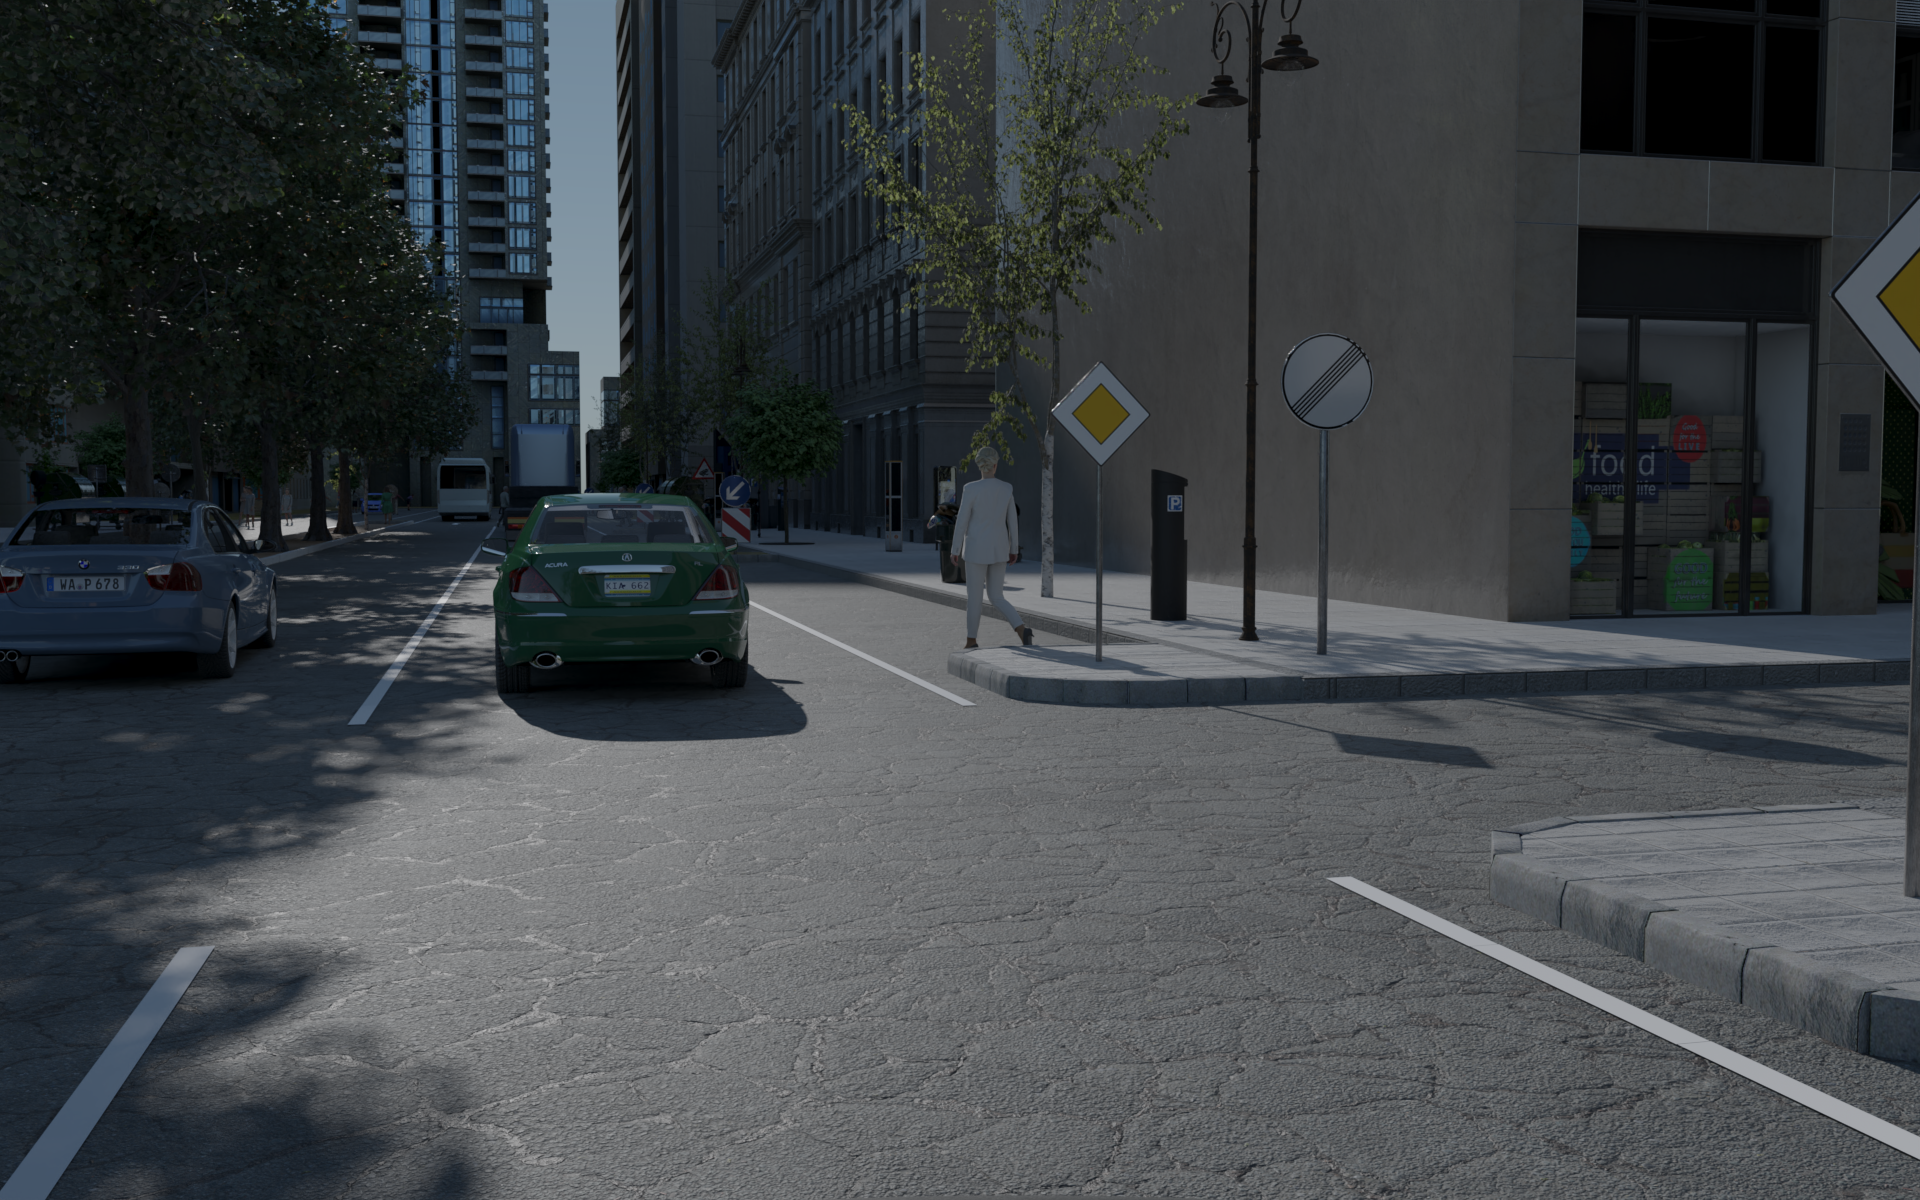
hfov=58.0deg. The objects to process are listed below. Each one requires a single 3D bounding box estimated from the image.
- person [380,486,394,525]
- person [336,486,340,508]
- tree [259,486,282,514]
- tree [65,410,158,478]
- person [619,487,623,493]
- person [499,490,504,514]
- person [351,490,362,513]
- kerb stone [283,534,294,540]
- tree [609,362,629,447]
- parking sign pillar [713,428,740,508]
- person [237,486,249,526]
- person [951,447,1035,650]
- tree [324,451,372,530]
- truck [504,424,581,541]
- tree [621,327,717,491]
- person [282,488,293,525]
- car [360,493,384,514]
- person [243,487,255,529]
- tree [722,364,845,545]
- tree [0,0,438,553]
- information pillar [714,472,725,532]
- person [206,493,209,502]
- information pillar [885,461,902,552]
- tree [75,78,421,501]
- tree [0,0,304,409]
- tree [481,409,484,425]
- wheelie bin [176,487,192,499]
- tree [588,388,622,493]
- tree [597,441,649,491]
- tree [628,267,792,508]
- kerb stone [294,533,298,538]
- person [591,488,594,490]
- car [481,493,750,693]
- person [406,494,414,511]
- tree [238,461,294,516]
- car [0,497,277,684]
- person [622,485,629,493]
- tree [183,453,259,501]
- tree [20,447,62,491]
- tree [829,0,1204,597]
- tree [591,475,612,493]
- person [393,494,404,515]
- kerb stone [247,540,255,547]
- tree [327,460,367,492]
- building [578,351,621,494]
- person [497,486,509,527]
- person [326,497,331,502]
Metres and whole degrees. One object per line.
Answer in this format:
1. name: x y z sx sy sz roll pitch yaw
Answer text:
1. person: -26.678 -4.397 80.636 0.600 1.795 0.529 -2 4 -28
2. person: -27.516 -4.203 77.198 0.573 1.828 0.580 1 4 14
3. tree: -43.750 -9.816 110.850 4.737 8.622 4.395 0 3 0
4. tree: -33.067 -5.138 67.728 4.285 4.588 4.351 0 3 0
5. person: -15.849 -4.413 81.130 0.782 1.767 0.515 2 4 30
6. person: -32.525 -6.950 123.048 0.530 1.710 0.541 -1 4 -12
7. person: -45.368 -7.377 129.896 1.217 1.735 0.721 1 4 9
8. kerb stone: -21.086 -1.963 54.290 0.120 0.150 1.000 -1 4 -14
9. tree: -16.481 -8.638 91.591 4.737 8.622 4.395 0 3 0
10. parking sign pillar: -9.561 -5.051 71.055 1.447 3.967 1.447 2 4 28
11. person: -31.878 -4.177 77.134 0.599 1.781 0.374 0 4 -2
12. person: 0.279 -0.409 15.071 0.818 1.842 0.514 3 5 41
13. tree: -23.746 -7.109 69.054 4.360 8.622 3.978 0 3 0
14. truck: -14.704 -4.369 61.199 2.967 4.110 18.799 -1 4 -14
15. tree: -12.679 -7.686 76.032 4.360 8.622 3.978 0 3 0
16. person: -30.929 -4.291 79.663 0.512 1.701 0.522 -1 4 -9
17. car: -41.581 -6.942 123.087 1.945 1.707 3.694 -1 4 -15
18. person: -29.405 -3.819 71.699 0.466 1.731 0.760 -1 4 -17
19. tree: -4.433 -3.700 44.203 4.285 4.588 4.351 0 3 0
20. tree: -16.975 -7.516 42.344 9.611 12.733 9.660 0 3 0
21. information pillar: -8.146 -3.319 58.753 0.304 2.012 0.304 0 4 6
22. person: -30.888 -3.792 70.594 0.850 1.850 0.679 -1 4 -20
23. information pillar: -1.470 -2.075 38.415 0.304 2.012 0.304 -2 4 -23
24. tree: -14.879 -5.939 33.974 8.767 10.594 7.601 -1 4 -14
25. tree: -9.680 -6.417 14.031 9.857 13.997 8.962 0 3 0
26. tree: -19.586 -8.138 52.530 9.611 12.733 9.660 0 3 0
27. wheelie bin: -34.733 -4.260 77.564 0.693 1.594 0.980 -2 4 -26
28. tree: -23.783 -10.383 120.123 4.360 8.622 3.978 0 3 0
29. tree: -21.086 -7.631 108.476 4.285 4.588 4.351 0 3 0
30. tree: -7.237 -6.426 55.420 4.737 8.622 4.395 0 3 0
31. kerb stone: -21.347 -2.020 55.285 0.120 0.150 1.000 -1 4 -14
32. person: -24.775 -6.606 116.516 0.705 1.824 1.348 0 4 -8
33. car: -2.799 -0.137 14.043 2.131 1.459 4.920 -1 4 -13
34. person: -47.729 -8.476 150.308 0.697 1.427 0.421 -2 4 -33
35. tree: -41.329 -7.314 103.297 4.285 4.588 4.351 0 3 0
36. car: -6.849 -0.153 14.509 2.014 1.417 4.499 -1 4 -15
37. person: -14.687 -4.110 75.802 0.767 1.812 0.694 1 4 21
38. tree: -37.617 -8.280 85.748 4.737 8.622 4.395 0 3 0
39. tree: -32.725 -4.131 62.145 1.663 3.219 1.824 0 3 0
40. tree: 0.859 -4.345 21.399 4.360 8.622 3.978 0 3 0
41. tree: -29.788 -9.196 144.958 1.663 3.219 1.824 0 3 0
42. person: -39.200 -6.789 120.223 1.217 1.743 0.721 -1 4 -13
43. kerb stone: -19.318 -1.532 47.312 0.120 0.150 1.000 -1 4 -14
44. tree: -52.592 -10.091 148.700 4.285 4.588 4.351 0 3 0
45. building: -24.276 -53.263 183.522 31.000 86.520 22.319 -1 4 -14
46. person: -19.711 -4.043 75.087 0.782 1.767 0.515 3 5 42
47. person: -40.618 -6.209 110.022 1.348 1.824 0.705 -3 5 -42
